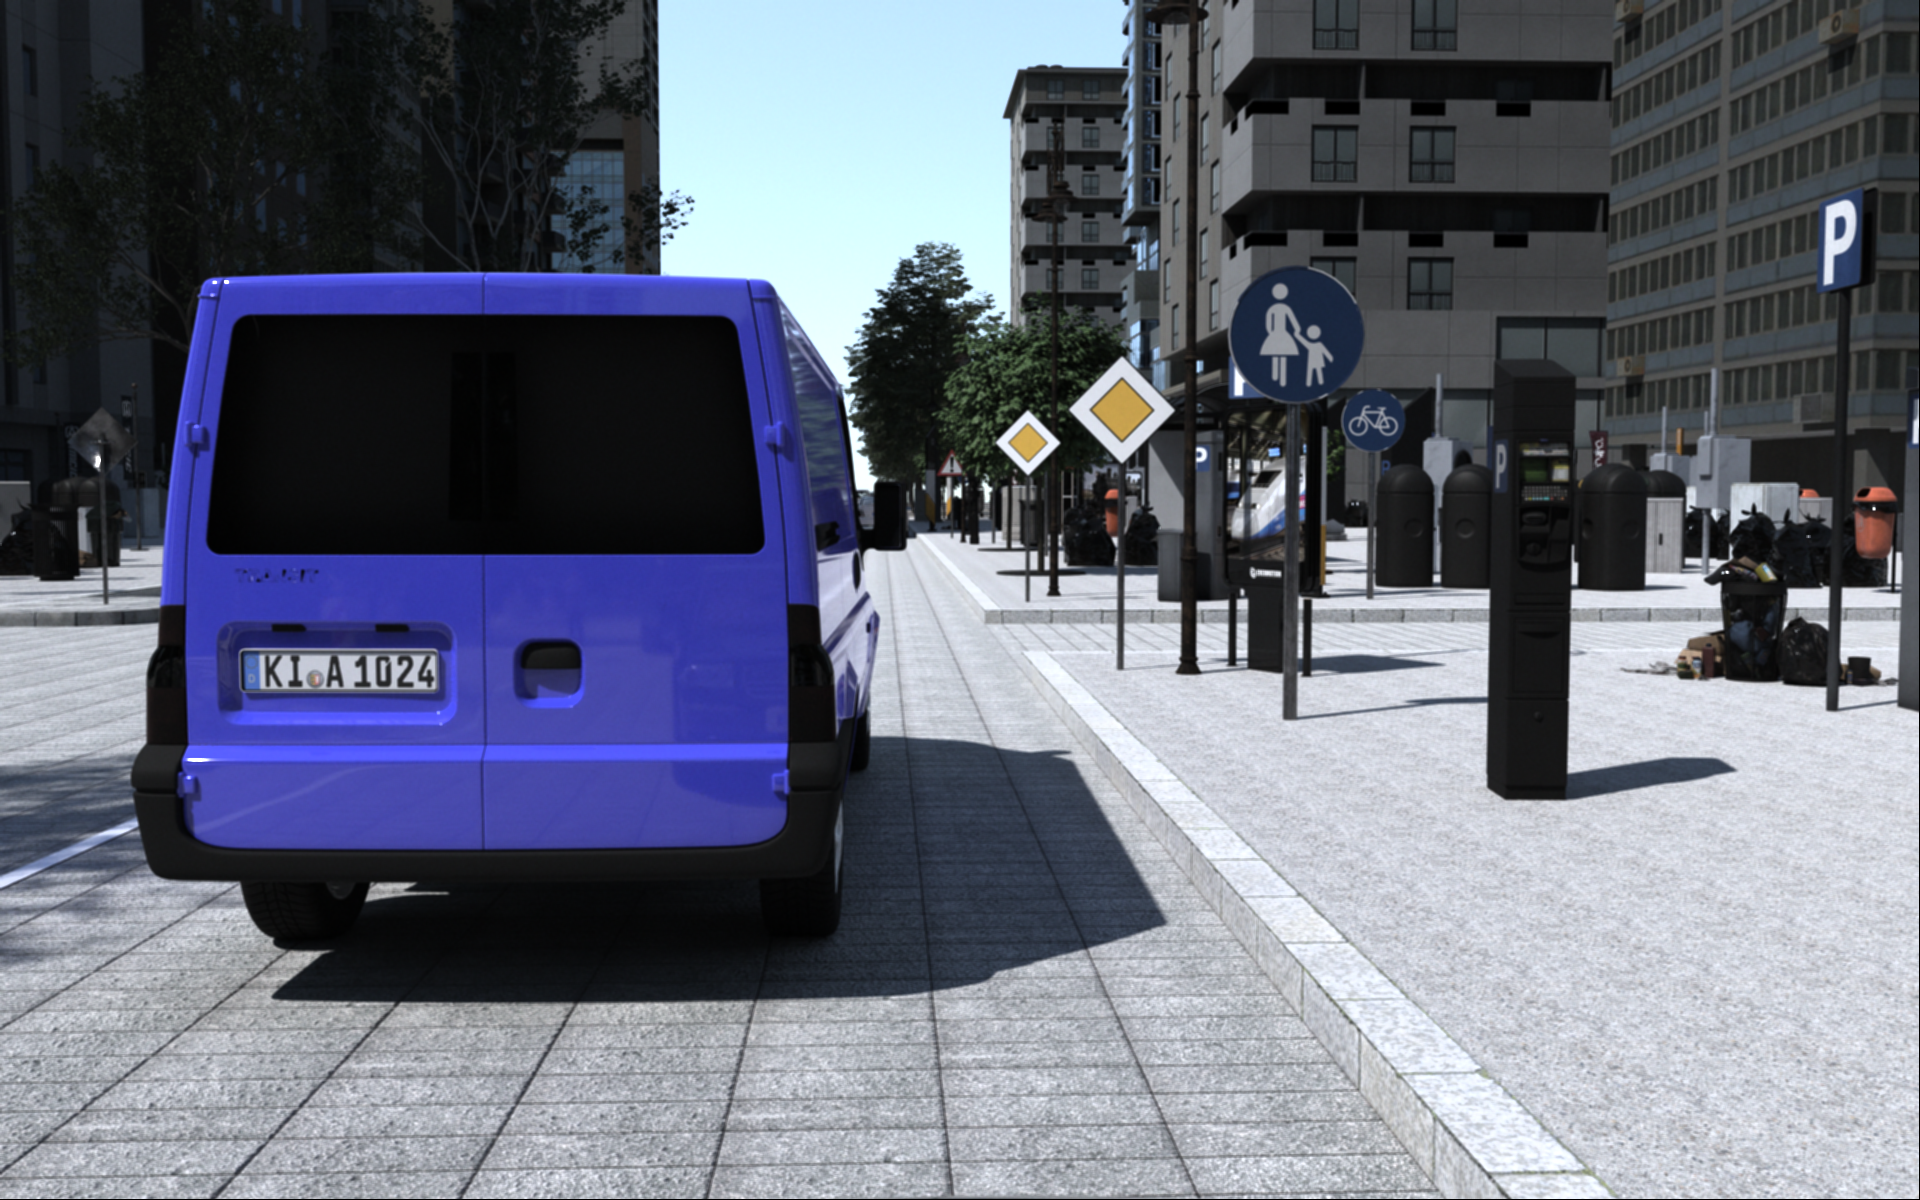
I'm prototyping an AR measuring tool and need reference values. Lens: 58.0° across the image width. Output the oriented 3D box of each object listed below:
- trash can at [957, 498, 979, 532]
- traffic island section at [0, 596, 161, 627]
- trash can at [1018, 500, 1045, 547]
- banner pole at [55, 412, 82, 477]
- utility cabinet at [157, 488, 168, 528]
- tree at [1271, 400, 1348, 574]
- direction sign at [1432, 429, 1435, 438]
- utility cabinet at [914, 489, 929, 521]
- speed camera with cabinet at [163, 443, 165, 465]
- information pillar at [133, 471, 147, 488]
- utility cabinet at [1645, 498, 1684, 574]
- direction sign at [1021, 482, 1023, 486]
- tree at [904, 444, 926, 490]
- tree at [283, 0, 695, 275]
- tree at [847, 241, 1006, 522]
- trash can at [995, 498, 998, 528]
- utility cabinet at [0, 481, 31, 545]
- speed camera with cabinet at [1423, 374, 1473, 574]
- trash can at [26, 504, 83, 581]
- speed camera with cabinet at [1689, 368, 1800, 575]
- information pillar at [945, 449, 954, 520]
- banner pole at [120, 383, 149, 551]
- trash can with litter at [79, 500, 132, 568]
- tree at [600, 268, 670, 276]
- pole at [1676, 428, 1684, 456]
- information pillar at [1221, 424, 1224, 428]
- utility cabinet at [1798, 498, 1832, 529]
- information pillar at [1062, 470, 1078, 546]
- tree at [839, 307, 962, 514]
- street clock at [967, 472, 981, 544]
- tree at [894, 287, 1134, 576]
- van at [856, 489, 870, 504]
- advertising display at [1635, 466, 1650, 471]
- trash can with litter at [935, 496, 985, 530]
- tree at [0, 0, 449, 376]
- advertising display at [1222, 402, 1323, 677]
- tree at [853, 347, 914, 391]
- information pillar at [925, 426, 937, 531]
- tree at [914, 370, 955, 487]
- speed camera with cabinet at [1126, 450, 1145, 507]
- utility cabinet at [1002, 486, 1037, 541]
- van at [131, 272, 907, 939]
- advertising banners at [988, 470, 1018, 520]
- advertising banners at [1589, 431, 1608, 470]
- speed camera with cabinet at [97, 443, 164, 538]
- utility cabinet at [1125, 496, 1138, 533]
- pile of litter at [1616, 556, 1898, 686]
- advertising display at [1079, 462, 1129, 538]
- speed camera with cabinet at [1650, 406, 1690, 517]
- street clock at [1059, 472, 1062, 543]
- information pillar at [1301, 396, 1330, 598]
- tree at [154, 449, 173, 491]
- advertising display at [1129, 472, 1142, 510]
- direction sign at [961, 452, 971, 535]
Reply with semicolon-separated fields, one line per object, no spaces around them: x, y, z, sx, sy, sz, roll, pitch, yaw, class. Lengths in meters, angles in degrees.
0.264;-2.899;59.051;0.748;1.137;0.748;0;3;0;trash can
-9.955;0.130;20.148;2.009;0.180;2.903;0;4;-3;traffic island section
1.777;-1.859;42.045;0.748;1.137;0.748;0;3;0;trash can
-27.247;-3.845;52.888;0.863;3.779;0.401;-1;4;-17;banner pole
-30.109;-3.447;65.044;0.318;1.500;1.173;2;4;29;utility cabinet
5.367;-2.036;27.890;1.663;3.219;1.824;0;3;0;tree
16.165;-4.199;60.644;0.876;3.537;0.379;2;4;25;direction sign
-1.561;-4.470;81.757;1.173;1.500;0.318;-2;4;-25;utility cabinet
-31.453;-4.471;67.433;2.038;3.252;0.660;3;5;45;speed camera with cabinet
-26.631;-3.167;56.275;0.304;2.012;0.304;3;5;41;information pillar
11.228;-1.044;28.234;1.020;1.237;0.306;2;4;26;utility cabinet
2.389;-4.556;66.484;0.379;3.537;0.876;-1;4;-9;direction sign
-2.692;-10.748;126.094;4.360;8.622;3.978;0;3;0;tree
-14.574;-12.161;54.721;12.611;20.169;13.585;0;3;0;tree
-1.447;-9.806;78.463;7.486;12.596;7.792;0;3;0;tree
1.580;-3.347;66.385;0.748;1.137;0.748;0;3;0;trash can
-16.823;-1.312;30.133;1.173;1.500;0.318;-2;4;-29;utility cabinet
7.518;-2.055;27.932;2.038;3.252;0.660;-3;5;-44;speed camera with cabinet
-13.422;-0.860;25.714;0.748;1.137;0.748;0;3;0;trash can
12.102;-1.976;26.640;0.660;3.252;2.038;0;4;-5;speed camera with cabinet
-0.495;-5.767;85.646;0.183;3.616;0.504;-3;4;-39;information pillar
-18.626;-2.994;38.962;0.401;3.779;0.863;0;4;1;banner pole
-15.067;-1.156;30.291;0.624;1.170;1.055;1;4;11;trash can with litter
-15.396;-9.457;80.377;9.928;11.665;9.643;0;3;0;tree
22.312;-3.663;53.737;0.158;3.312;0.155;0;3;0;pole
7.509;-3.494;48.488;0.183;3.616;0.504;-3;4;-36;information pillar
14.428;-1.119;29.456;0.306;1.237;1.020;0;4;-7;utility cabinet
2.712;-2.343;42.800;0.304;2.012;0.304;2;4;27;information pillar
-2.765;-12.466;110.473;9.857;13.997;8.962;0;3;0;tree
0.372;-2.429;44.285;0.358;2.002;0.471;1;4;21;street clock
1.367;-2.693;27.737;4.285;4.588;4.351;0;3;0;tree
-8.174;-8.359;143.683;2.013;2.044;4.112;0;4;-2;van
16.106;-2.166;40.628;0.974;1.923;0.123;-3;5;-41;advertising display
-0.132;-3.161;62.739;1.678;1.210;2.233;-1;4;-15;trash can with litter
-13.073;-5.857;30.179;7.601;10.594;8.767;0;4;8;tree
2.238;-0.446;12.499;0.123;1.923;0.974;-2;4;-29;advertising display
-6.199;-21.951;214.790;12.611;20.169;13.585;0;3;0;tree
-1.007;-4.159;59.362;0.183;3.616;0.504;2;4;33;information pillar
-1.397;-9.280;102.089;4.737;8.622;4.395;0;3;0;tree
6.066;-4.227;63.452;0.660;3.252;2.038;2;4;28;speed camera with cabinet
1.665;-2.355;47.184;1.173;1.500;0.318;3;5;44;utility cabinet
-1.354;-0.175;7.245;2.240;2.365;5.245;0;4;-1;van
2.190;-5.500;86.106;0.090;3.025;2.074;-3;5;-45;advertising banners
18.408;-3.166;47.948;2.074;3.025;0.090;0;4;-2;advertising banners
-24.599;-3.478;51.193;2.038;3.252;0.660;2;4;27;speed camera with cabinet
4.484;-2.145;46.232;0.306;1.237;1.020;0;4;-6;utility cabinet
5.584;0.111;12.150;1.176;0.858;1.719;-3;4;-37;pile of litter
2.826;-1.782;34.342;0.974;1.923;0.123;-1;4;-20;advertising display
16.345;-2.708;38.613;0.660;3.252;2.038;-1;4;-22;speed camera with cabinet
2.742;-2.475;45.044;0.471;2.002;0.358;0;4;8;street clock
4.369;-1.840;21.436;0.183;3.616;0.504;-2;4;-27;information pillar
-28.321;-4.198;63.245;1.663;3.219;1.824;0;3;0;tree
4.723;-2.717;49.631;0.974;1.923;0.123;0;4;8;advertising display
0.297;-3.809;54.267;0.379;3.537;0.876;2;4;33;direction sign
